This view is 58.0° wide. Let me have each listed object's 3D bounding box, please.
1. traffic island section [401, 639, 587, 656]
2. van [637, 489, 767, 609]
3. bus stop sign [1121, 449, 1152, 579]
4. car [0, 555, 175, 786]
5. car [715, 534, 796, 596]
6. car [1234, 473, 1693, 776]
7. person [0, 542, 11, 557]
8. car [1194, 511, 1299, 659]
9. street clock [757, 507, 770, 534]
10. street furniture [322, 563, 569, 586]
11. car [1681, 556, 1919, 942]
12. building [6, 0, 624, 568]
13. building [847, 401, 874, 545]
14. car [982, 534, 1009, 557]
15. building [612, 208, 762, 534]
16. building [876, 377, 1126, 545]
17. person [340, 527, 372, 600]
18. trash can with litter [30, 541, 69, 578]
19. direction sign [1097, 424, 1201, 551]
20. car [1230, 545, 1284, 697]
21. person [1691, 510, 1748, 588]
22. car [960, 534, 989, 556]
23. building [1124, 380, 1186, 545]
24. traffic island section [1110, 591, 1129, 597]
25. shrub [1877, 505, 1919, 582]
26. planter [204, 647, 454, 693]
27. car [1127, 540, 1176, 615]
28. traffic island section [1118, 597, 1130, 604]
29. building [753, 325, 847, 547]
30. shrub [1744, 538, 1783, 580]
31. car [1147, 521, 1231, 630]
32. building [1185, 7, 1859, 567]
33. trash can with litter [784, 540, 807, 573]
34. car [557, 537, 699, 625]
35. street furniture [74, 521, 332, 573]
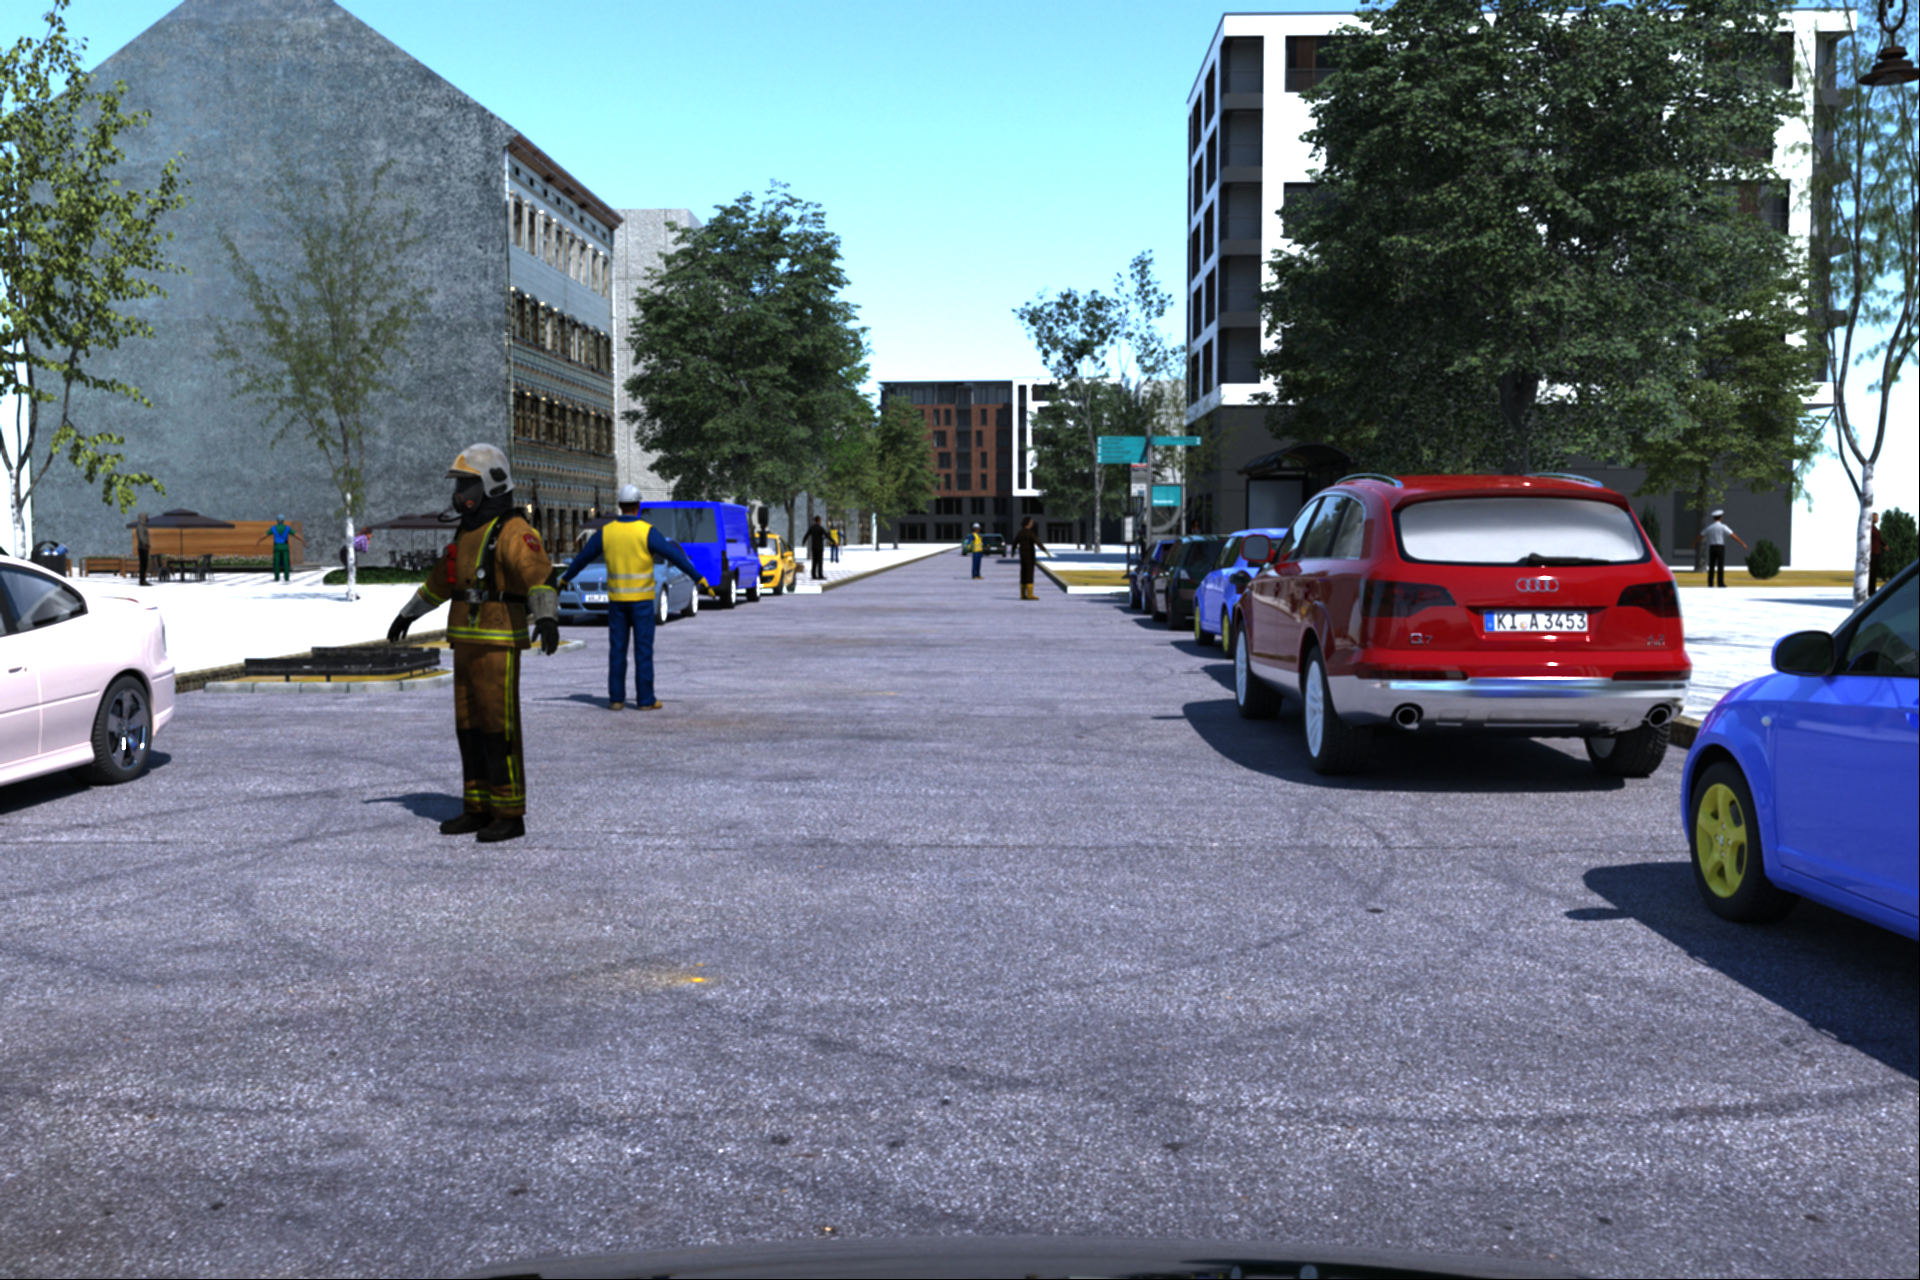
[{"bbox_3d":[-5.694,0.096,21.293,1.991,0.108,1.994,0,4,2],"label":"traffic island section"},{"bbox_3d":[-5.212,-1.863,34.840,2.240,2.365,5.245,0,4,1],"label":"van"},{"bbox_3d":[5.052,-3.724,49.598,0.855,3.939,0.416,0,4,2],"label":"bus stop sign"},{"bbox_3d":[-5.734,0.227,8.654,2.083,1.381,4.827,0,4,1],"label":"car"},{"bbox_3d":[-4.957,-1.917,41.571,2.015,1.641,3.980,0,4,1],"label":"car"},{"bbox_3d":[3.148,-0.193,11.826,2.281,1.827,5.304,0,4,1],"label":"car"},{"bbox_3d":[-13.063,-0.876,23.531,0.599,1.438,0.989,0,4,3],"label":"person"},{"bbox_3d":[3.877,-0.709,21.187,1.945,1.707,3.694,0,3,0],"label":"car"},{"bbox_3d":[-5.197,-2.520,45.772,0.358,2.002,0.471,0,4,1],"label":"street clock"},{"bbox_3d":[-11.507,-1.877,46.314,10.072,0.657,5.734,-1,4,-9],"label":"street furniture"},{"bbox_3d":[3.649,0.261,5.319,1.945,1.707,3.694,0,3,0],"label":"car"},{"bbox_3d":[-26.068,-14.897,74.496,19.493,23.208,18.063,0,4,1],"label":"building"},{"bbox_3d":[-20.518,-22.988,206.790,19.493,23.208,18.063,0,4,2],"label":"building"},{"bbox_3d":[2.017,-5.970,107.403,2.009,1.686,4.222,0,4,1],"label":"car"},{"bbox_3d":[-22.927,-14.903,110.117,16.747,18.905,31.486,0,4,1],"label":"building"},{"bbox_3d":[6.262,-24.004,238.898,32.646,21.610,27.936,0,4,6],"label":"building"},{"bbox_3d":[-11.799,-1.504,33.871,0.421,1.427,0.697,2,4,35],"label":"person"},{"bbox_3d":[-8.804,-0.385,17.358,1.678,1.210,2.233,0,4,1],"label":"trash can with litter"},{"bbox_3d":[4.600,-3.235,41.659,2.525,3.948,1.411,0,4,0],"label":"direction sign"},{"bbox_3d":[3.662,-0.418,16.626,2.009,1.686,4.222,0,4,2],"label":"car"},{"bbox_3d":[18.194,-2.190,41.599,0.704,1.855,1.343,-3,5,-43],"label":"person"},{"bbox_3d":[1.076,-6.326,115.220,2.131,1.459,4.920,0,4,2],"label":"car"},{"bbox_3d":[29.141,-20.807,206.649,16.747,18.905,31.486,0,4,1],"label":"building"},{"bbox_3d":[4.461,-1.039,39.853,1.991,0.108,1.994,0,4,2],"label":"traffic island section"},{"bbox_3d":[25.185,-2.607,46.671,1.661,2.075,1.752,0,3,0],"label":"shrub"},{"bbox_3d":[-5.822,0.278,16.601,1.991,0.319,1.994,0,4,1],"label":"planter"},{"bbox_3d":[4.126,-1.198,32.175,1.945,1.354,3.894,0,4,0],"label":"car"},{"bbox_3d":[4.313,-0.815,36.191,1.991,0.108,1.994,0,4,2],"label":"traffic island section"},{"bbox_3d":[-21.678,-21.064,175.319,19.493,23.208,18.063,0,4,2],"label":"building"},{"bbox_3d":[22.688,-2.311,48.896,1.383,1.207,1.383,0,3,0],"label":"shrub"},{"bbox_3d":[3.981,-1.062,27.152,2.009,1.686,4.222,0,4,1],"label":"car"},{"bbox_3d":[24.721,-14.694,84.220,27.936,21.610,32.646,0,4,2],"label":"building"},{"bbox_3d":[-5.622,-2.835,57.740,1.055,1.170,0.624,0,4,2],"label":"trash can with litter"},{"bbox_3d":[-5.473,-1.024,28.741,2.014,1.417,4.499,0,4,1],"label":"car"},{"bbox_3d":[-26.827,-3.209,59.326,9.812,1.723,11.010,-1,4,-9],"label":"street furniture"}]
